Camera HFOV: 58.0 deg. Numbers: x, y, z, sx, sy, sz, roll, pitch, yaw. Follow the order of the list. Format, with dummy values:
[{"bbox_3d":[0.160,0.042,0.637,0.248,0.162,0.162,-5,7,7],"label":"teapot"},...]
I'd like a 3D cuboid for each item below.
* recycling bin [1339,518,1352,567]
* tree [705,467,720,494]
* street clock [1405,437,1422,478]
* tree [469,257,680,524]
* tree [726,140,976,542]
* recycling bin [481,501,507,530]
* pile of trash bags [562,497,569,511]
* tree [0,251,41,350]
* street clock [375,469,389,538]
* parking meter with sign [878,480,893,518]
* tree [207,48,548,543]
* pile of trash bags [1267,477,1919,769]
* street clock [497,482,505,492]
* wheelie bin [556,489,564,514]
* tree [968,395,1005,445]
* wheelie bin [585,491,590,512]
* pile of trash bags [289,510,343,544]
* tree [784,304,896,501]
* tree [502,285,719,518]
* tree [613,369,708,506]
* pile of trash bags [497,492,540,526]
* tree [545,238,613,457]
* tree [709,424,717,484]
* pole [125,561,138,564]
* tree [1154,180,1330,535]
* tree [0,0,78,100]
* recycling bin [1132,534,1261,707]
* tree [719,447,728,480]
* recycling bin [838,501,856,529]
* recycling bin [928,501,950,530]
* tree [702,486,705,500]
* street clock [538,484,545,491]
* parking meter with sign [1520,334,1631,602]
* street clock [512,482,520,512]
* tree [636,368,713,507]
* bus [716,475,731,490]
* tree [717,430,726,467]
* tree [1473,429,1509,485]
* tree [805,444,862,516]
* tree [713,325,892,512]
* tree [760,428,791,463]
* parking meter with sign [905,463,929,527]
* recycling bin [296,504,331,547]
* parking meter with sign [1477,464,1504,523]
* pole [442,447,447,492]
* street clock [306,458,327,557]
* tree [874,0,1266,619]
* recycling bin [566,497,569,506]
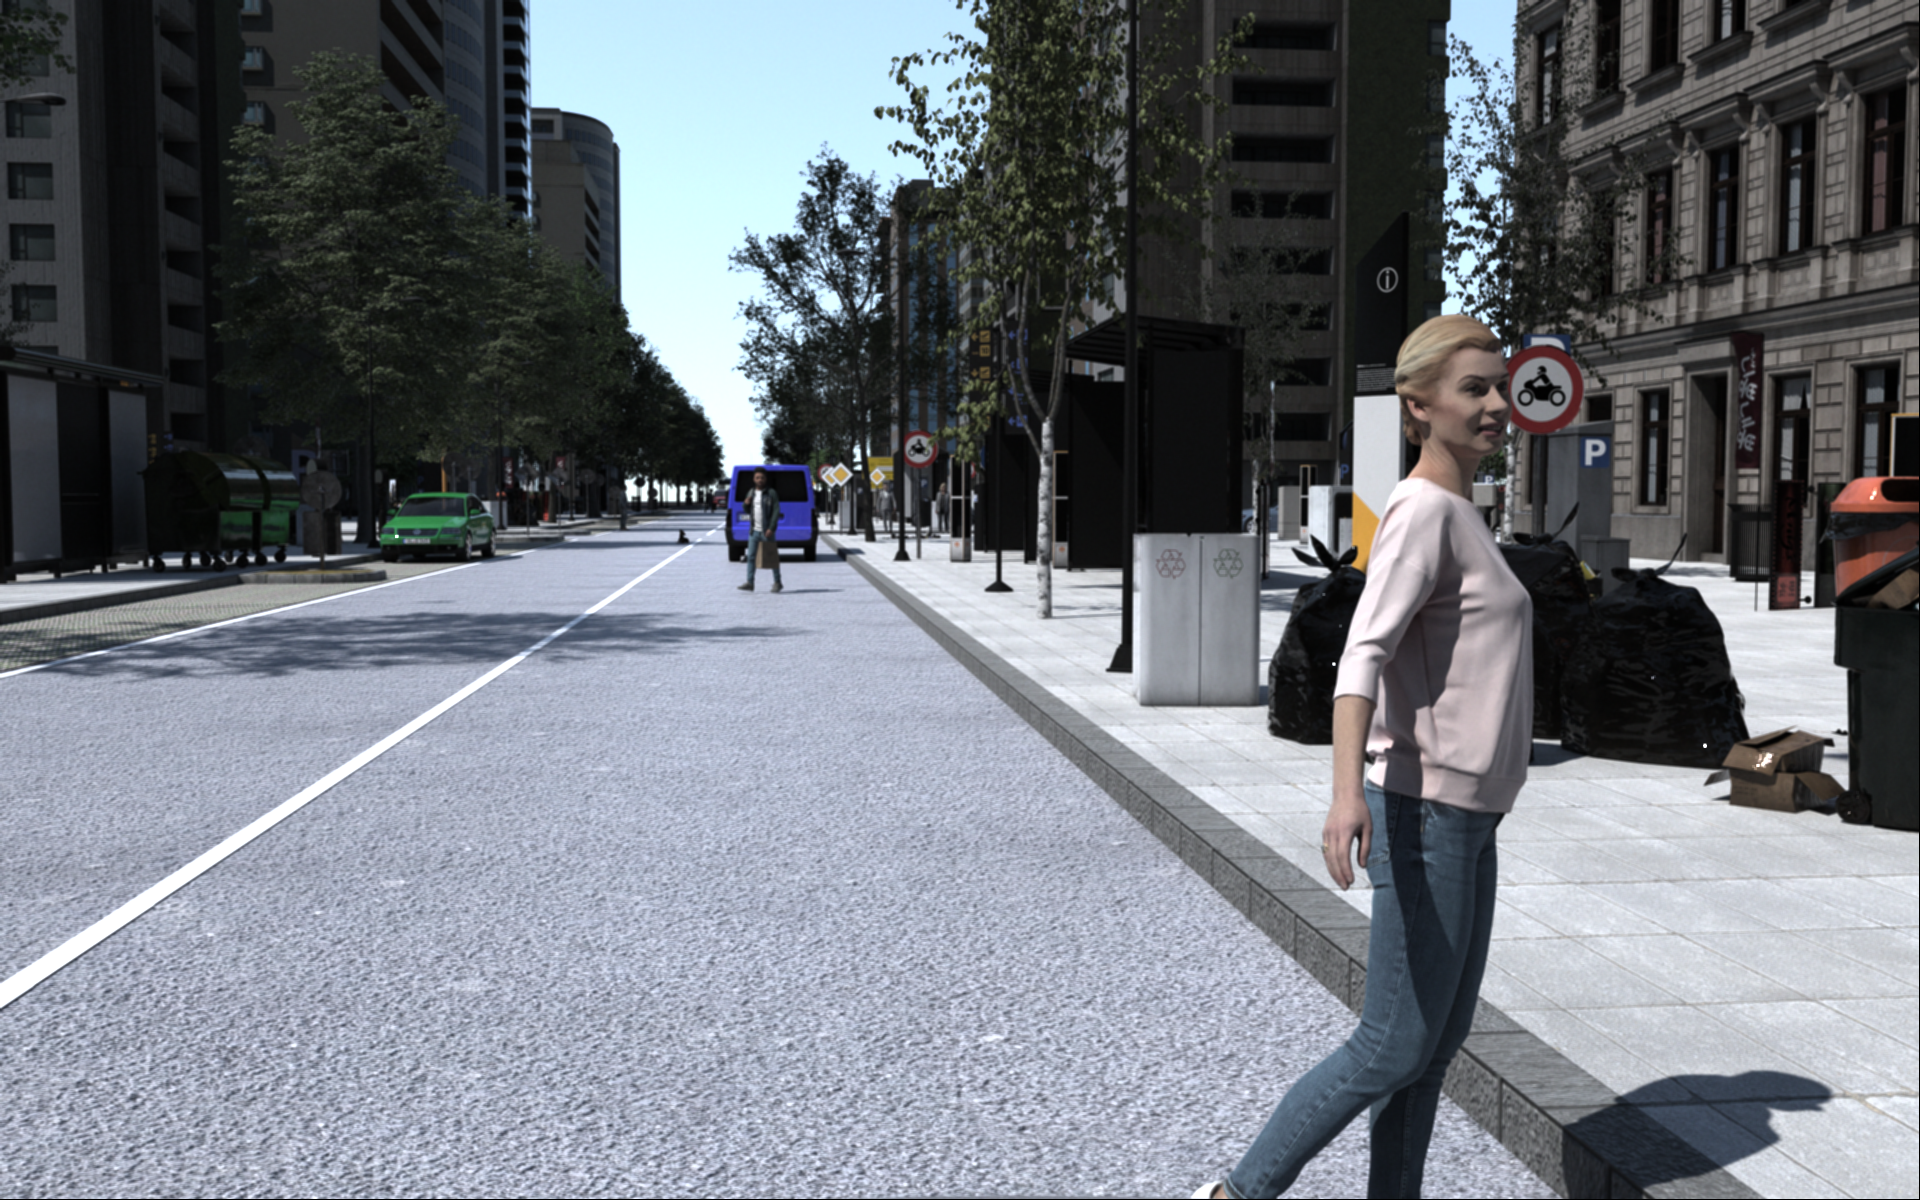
[{"bbox_3d":[4.338,-0.324,17.859,0.722,1.027,0.722,0,4,-1],"label":"recycling bin"},{"bbox_3d":[-39.536,-19.625,271.227,4.737,8.622,4.395,0,3,0],"label":"tree"},{"bbox_3d":[4.506,-0.769,17.142,0.471,2.002,0.358,-3,5,-41],"label":"street clock"},{"bbox_3d":[-17.707,-9.154,75.419,9.928,11.665,9.643,0,3,0],"label":"tree"},{"bbox_3d":[-2.751,-6.846,46.337,7.601,10.594,8.767,0,4,3],"label":"tree"},{"bbox_3d":[-16.846,-3.057,62.544,0.722,1.027,0.722,3,5,43],"label":"recycling bin"},{"bbox_3d":[-30.321,-7.352,129.951,1.912,1.369,3.447,-1,4,-11],"label":"pile of trash bags"},{"bbox_3d":[-24.580,-5.580,41.591,4.360,8.622,3.978,0,3,0],"label":"tree"},{"bbox_3d":[-16.767,-2.794,50.246,0.471,2.002,0.358,3,5,39],"label":"street clock"},{"bbox_3d":[-3.746,-5.836,91.674,0.543,3.016,1.738,-3,4,-38],"label":"parking meter with sign"},{"bbox_3d":[-15.671,-7.777,45.280,7.486,12.596,7.792,0,3,0],"label":"tree"},{"bbox_3d":[3.394,0.053,8.894,3.447,1.369,1.912,0,4,-4],"label":"pile of trash bags"},{"bbox_3d":[-27.069,-5.971,102.189,0.358,2.002,0.471,2,4,33],"label":"street clock"},{"bbox_3d":[-26.011,-6.349,111.713,0.980,1.594,0.693,3,4,39],"label":"wheelie bin"},{"bbox_3d":[2.601,-9.855,111.485,4.360,8.622,3.978,0,3,0],"label":"tree"},{"bbox_3d":[-26.060,-6.990,122.197,0.693,1.594,0.980,0,4,1],"label":"wheelie bin"},{"bbox_3d":[-17.806,-2.164,45.129,3.447,1.369,1.912,0,4,-3],"label":"pile of trash bags"},{"bbox_3d":[-4.599,-7.075,66.047,4.360,8.622,3.978,0,3,0],"label":"tree"},{"bbox_3d":[-20.045,-10.823,93.959,9.611,12.733,9.660,0,3,0],"label":"tree"},{"bbox_3d":[-26.155,-14.120,148.987,7.486,12.596,7.792,0,3,0],"label":"tree"},{"bbox_3d":[-18.307,-3.696,70.177,1.912,1.369,3.447,-2,4,-27],"label":"pile of trash bags"},{"bbox_3d":[-17.526,-9.053,66.138,7.486,12.596,7.792,0,3,0],"label":"tree"},{"bbox_3d":[-31.865,-16.824,193.192,7.486,12.596,7.792,0,3,0],"label":"tree"},{"bbox_3d":[-15.140,-2.307,31.564,0.158,3.312,0.155,0,3,0],"label":"pole"},{"bbox_3d":[6.642,-5.469,39.776,4.360,8.622,3.978,0,3,0],"label":"tree"},{"bbox_3d":[-11.006,-5.367,13.511,9.928,11.665,9.643,0,3,0],"label":"tree"},{"bbox_3d":[1.460,0.109,10.772,0.722,1.027,0.722,0,4,1],"label":"recycling bin"},{"bbox_3d":[-33.090,-18.011,211.490,9.611,12.733,9.660,0,3,0],"label":"tree"},{"bbox_3d":[-4.116,-3.162,64.246,0.722,1.027,0.722,-1,4,-12],"label":"recycling bin"},{"bbox_3d":[-0.688,-3.047,62.372,0.722,1.027,0.722,1,4,22],"label":"recycling bin"},{"bbox_3d":[-38.138,-18.827,258.188,4.360,8.622,3.978,0,3,0],"label":"tree"},{"bbox_3d":[-29.149,-7.104,120.716,0.471,2.002,0.358,-2,4,-33],"label":"street clock"},{"bbox_3d":[6.476,-1.339,18.156,0.543,3.016,1.738,0,4,-6],"label":"parking meter with sign"},{"bbox_3d":[-25.907,-5.900,101.040,0.358,2.002,0.471,2,4,26],"label":"street clock"},{"bbox_3d":[-29.228,-15.799,168.685,12.009,13.543,11.850,0,3,0],"label":"tree"},{"bbox_3d":[-25.610,-12.211,194.516,2.948,3.499,13.247,0,4,-5],"label":"bus"},{"bbox_3d":[-37.420,-20.327,250.467,7.486,12.596,7.792,0,3,0],"label":"tree"},{"bbox_3d":[22.635,-5.604,75.336,4.285,4.588,4.351,0,3,0],"label":"tree"},{"bbox_3d":[-7.596,-7.353,103.938,4.285,4.588,4.351,0,3,0],"label":"tree"},{"bbox_3d":[-9.616,-13.004,122.978,12.009,13.543,11.850,0,3,0],"label":"tree"},{"bbox_3d":[-23.506,-19.141,238.702,9.928,11.665,9.643,0,3,0],"label":"tree"},{"bbox_3d":[-1.582,-4.437,68.812,0.543,3.016,1.738,-2,4,-25],"label":"parking meter with sign"},{"bbox_3d":[-15.863,-1.835,42.554,0.722,1.027,0.722,-1,4,-9],"label":"recycling bin"},{"bbox_3d":[16.306,-3.517,53.767,0.543,3.016,1.738,0,4,3],"label":"parking meter with sign"},{"bbox_3d":[-21.972,-4.893,73.848,0.158,3.312,0.155,0,3,0],"label":"pole"},{"bbox_3d":[-13.091,-1.878,35.273,0.471,2.002,0.358,3,5,41],"label":"street clock"},{"bbox_3d":[0.971,-4.127,17.840,4.737,8.622,4.395,0,3,0],"label":"tree"},{"bbox_3d":[-30.282,-7.328,132.374,0.722,1.027,0.722,-1,4,-23],"label":"recycling bin"}]
